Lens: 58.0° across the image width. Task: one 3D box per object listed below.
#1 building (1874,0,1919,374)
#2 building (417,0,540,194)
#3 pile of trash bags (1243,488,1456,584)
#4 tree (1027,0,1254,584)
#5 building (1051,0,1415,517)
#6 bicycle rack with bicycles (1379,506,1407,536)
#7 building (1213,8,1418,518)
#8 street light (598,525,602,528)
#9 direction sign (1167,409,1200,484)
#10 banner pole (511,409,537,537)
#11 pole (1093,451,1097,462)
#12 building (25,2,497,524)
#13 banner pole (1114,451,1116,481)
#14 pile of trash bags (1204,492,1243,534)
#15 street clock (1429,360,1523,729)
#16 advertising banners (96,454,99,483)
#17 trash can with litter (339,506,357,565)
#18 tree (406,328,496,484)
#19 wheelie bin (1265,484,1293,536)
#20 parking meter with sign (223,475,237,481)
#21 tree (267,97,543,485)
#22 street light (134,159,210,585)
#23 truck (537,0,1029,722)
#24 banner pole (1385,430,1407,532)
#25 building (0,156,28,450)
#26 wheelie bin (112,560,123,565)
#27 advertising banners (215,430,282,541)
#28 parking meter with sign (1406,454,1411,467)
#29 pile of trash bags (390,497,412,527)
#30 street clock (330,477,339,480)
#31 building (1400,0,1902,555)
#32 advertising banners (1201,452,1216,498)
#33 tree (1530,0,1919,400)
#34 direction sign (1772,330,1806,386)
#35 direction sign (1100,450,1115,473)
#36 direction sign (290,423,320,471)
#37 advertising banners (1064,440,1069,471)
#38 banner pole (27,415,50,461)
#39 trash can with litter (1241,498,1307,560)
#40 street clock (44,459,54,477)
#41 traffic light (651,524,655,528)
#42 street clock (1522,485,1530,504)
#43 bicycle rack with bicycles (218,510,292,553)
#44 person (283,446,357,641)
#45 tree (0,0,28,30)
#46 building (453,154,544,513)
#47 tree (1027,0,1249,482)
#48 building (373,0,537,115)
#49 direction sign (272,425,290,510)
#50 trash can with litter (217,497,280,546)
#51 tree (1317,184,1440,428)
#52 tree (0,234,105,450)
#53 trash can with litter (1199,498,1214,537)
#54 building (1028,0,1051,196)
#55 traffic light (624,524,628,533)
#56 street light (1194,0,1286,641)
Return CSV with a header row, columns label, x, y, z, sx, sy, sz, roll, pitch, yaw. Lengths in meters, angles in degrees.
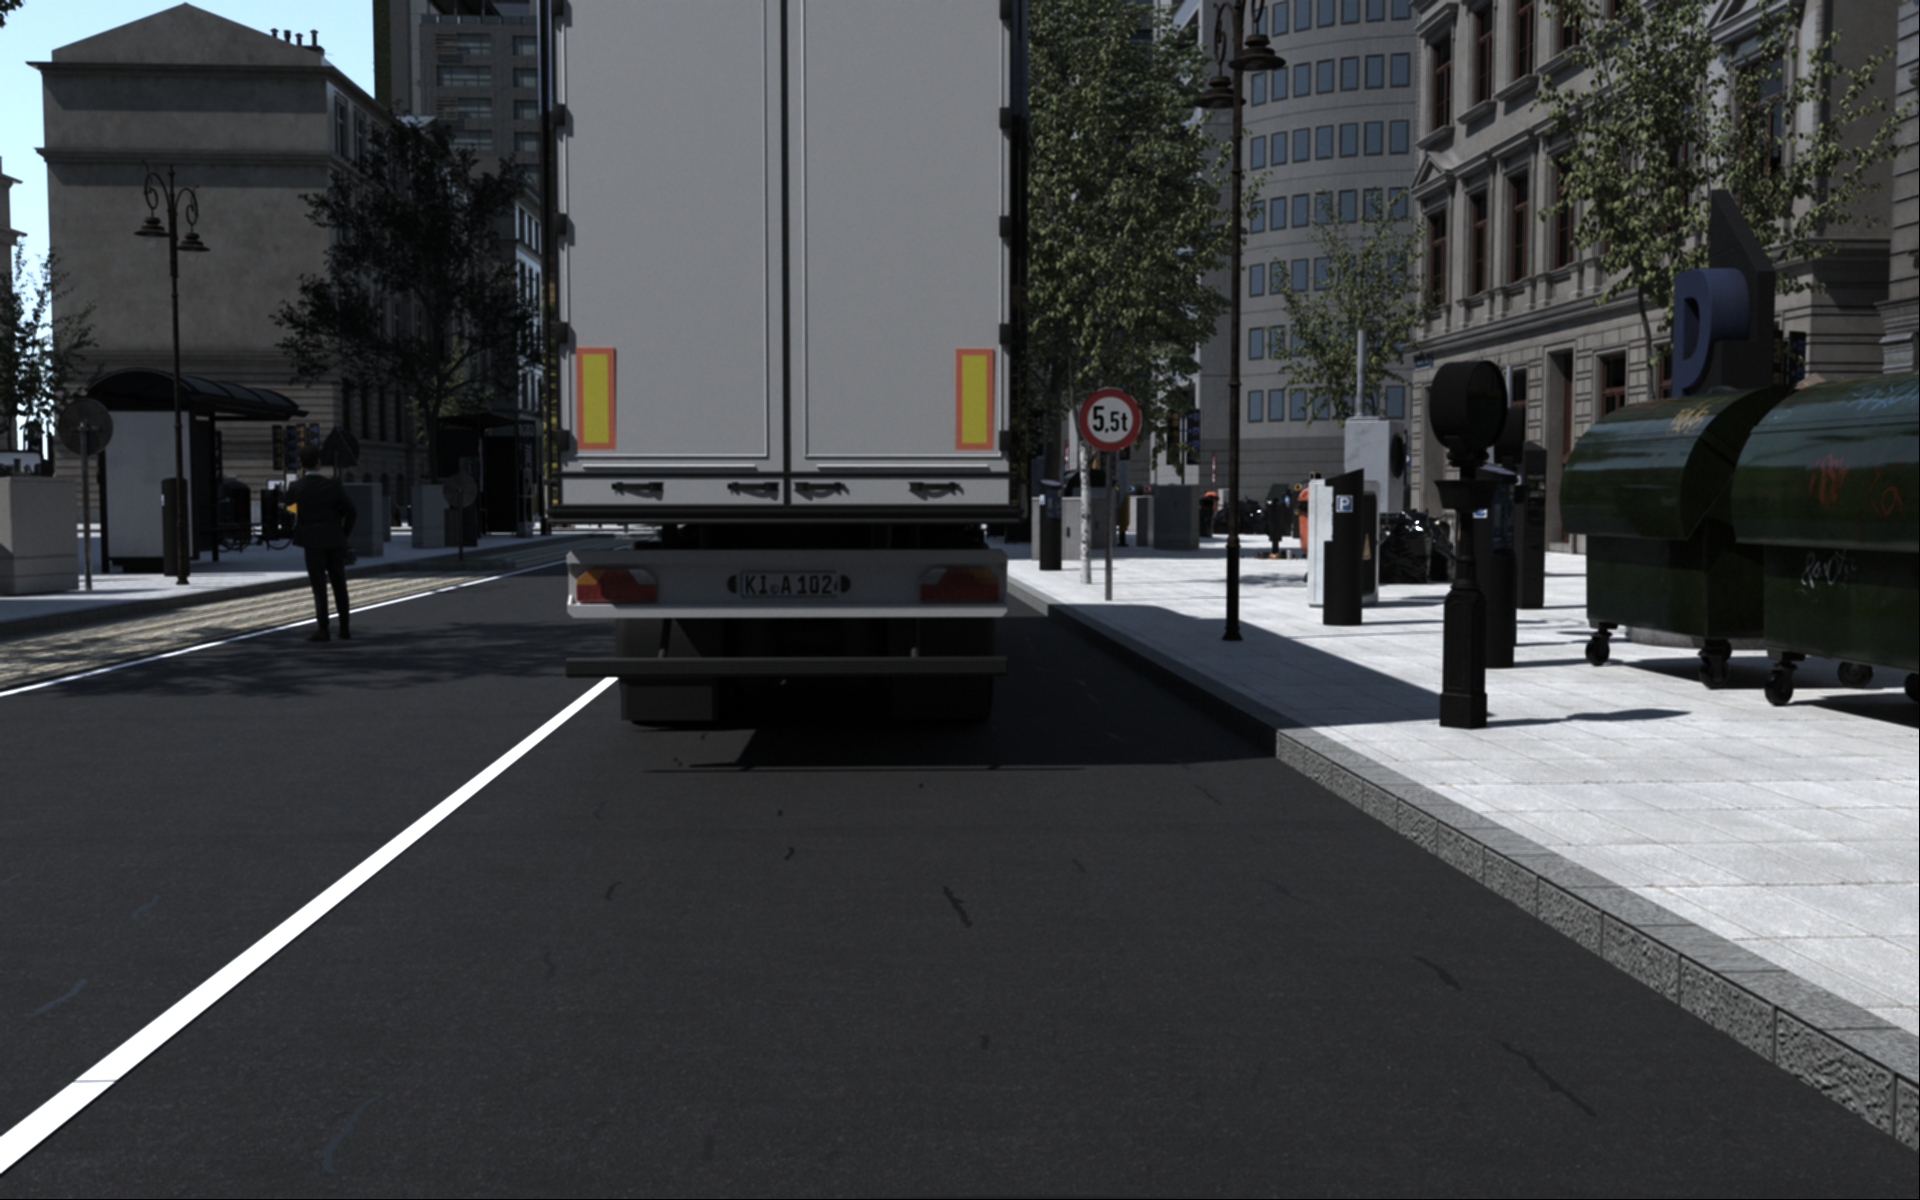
label,x,y,z,sx,sy,sz,roll,pitch,yaw
building,18.936,-10.252,16.779,9.793,20.994,18.267,0,4,-4
building,-36.535,-28.262,145.679,14.154,41.232,14.086,0,4,-4
pile of trash bags,5.827,-0.935,25.047,1.912,1.369,3.447,3,4,39
tree,1.893,-4.518,24.233,4.737,8.622,4.395,0,3,0
building,16.986,-35.508,122.560,21.231,58.520,28.212,0,4,-4
bicycle rack with bicycles,13.197,-2.361,51.986,2.925,0.926,2.852,3,5,45
building,25.274,-33.383,87.818,28.212,58.520,21.231,0,4,-4
street light,-13.676,-5.678,65.615,0.468,5.910,1.993,0,4,-4
direction sign,5.947,-3.315,46.193,0.876,3.537,0.379,1,4,9
banner pole,-12.960,-3.758,51.457,0.863,3.779,0.401,-3,4,-38
pole,6.371,-5.390,81.963,0.158,3.312,0.155,0,3,0
building,-33.430,-16.655,91.391,14.460,24.649,34.723,0,4,-4
banner pole,6.814,-5.407,78.417,0.863,3.779,0.401,-1,4,-20
pile of trash bags,9.699,-2.824,55.933,1.912,1.369,3.447,3,5,44
street clock,2.778,-0.302,9.501,0.358,2.002,0.471,3,5,44
advertising banners,-21.264,-2.923,43.974,0.090,3.025,2.074,1,4,13
trash can with litter,-11.253,-1.200,31.014,0.624,1.170,1.055,0,4,2
tree,-22.879,-7.767,77.355,4.737,8.622,4.395,0,3,0
wheelie bin,9.716,-2.735,52.627,0.693,1.594,0.980,-3,5,-41
parking meter with sign,-29.775,-4.535,70.412,1.738,3.016,0.543,-1,4,-12
tree,-13.072,-6.576,41.931,8.767,10.594,7.601,3,5,40
street light,-11.024,-3.156,24.382,0.468,5.910,1.993,0,4,-4
truck,-1.069,-1.548,14.218,2.839,4.237,11.283,0,4,-2
banner pole,14.847,-4.229,59.160,0.863,3.779,0.401,0,4,5
building,-57.975,-14.513,79.089,24.055,21.916,13.314,0,4,-4
wheelie bin,-15.062,-1.436,31.389,0.693,1.594,0.980,0,4,4
advertising banners,-19.775,-3.151,47.708,2.074,3.025,0.090,0,4,-4
parking meter with sign,19.517,-4.932,76.896,0.543,3.016,1.738,0,4,1
pile of trash bags,-21.134,-3.562,67.985,3.447,1.369,1.912,0,4,-5
street clock,-25.897,-4.114,71.831,0.358,2.002,0.471,2,4,33
building,17.986,-12.305,37.348,11.583,22.565,21.152,0,4,-4
advertising banners,10.595,-4.746,73.777,0.090,3.025,2.074,0,4,-7
tree,8.573,-4.295,20.579,4.737,8.622,4.395,0,3,0
direction sign,11.431,-1.962,24.073,0.876,3.537,0.379,-2,4,-31
direction sign,6.270,-4.994,73.645,0.876,3.537,0.379,-3,5,-41
direction sign,-20.837,-3.878,55.409,0.876,3.537,0.379,1,4,21
advertising banners,3.605,-3.625,55.458,0.090,3.025,2.074,-1,4,-11
banner pole,-28.528,-3.901,53.799,0.401,3.779,0.863,3,5,40
trash can with litter,6.494,-1.450,34.767,1.678,1.210,2.233,1,4,18
street clock,-18.904,-1.900,35.630,0.358,2.002,0.471,2,4,32
traffic light,-11.587,-4.675,65.350,0.839,4.253,0.868,0,4,-4
street clock,4.611,-0.613,14.599,0.358,2.002,0.471,1,4,19
bicycle rack with bicycles,-16.844,-1.558,38.851,2.925,0.926,2.852,0,4,-2
person,-6.280,-0.557,16.976,0.648,1.900,0.474,-3,5,-43
tree,-10.859,-5.338,13.030,9.928,11.665,9.643,0,3,0
building,-36.343,-17.786,124.086,16.112,22.955,30.059,0,4,-4
tree,2.275,-7.176,35.459,7.486,12.596,7.792,0,3,0
building,-41.973,-38.162,165.956,21.231,58.520,28.212,0,4,-4
direction sign,-22.256,-3.983,57.121,0.379,3.537,0.876,2,4,32
trash can with litter,-18.134,-1.976,43.359,2.233,1.210,1.678,1,4,18
tree,9.290,-5.518,40.586,4.737,8.622,4.395,0,3,0
tree,-27.005,-6.091,49.950,4.737,8.622,4.395,0,3,0
trash can with litter,7.199,-2.441,51.297,0.624,1.170,1.055,0,4,5
building,14.555,-33.152,165.737,21.300,48.544,21.600,0,4,-4
traffic light,-11.074,-4.187,57.382,0.839,4.253,0.868,0,4,-4
street light,2.394,-2.585,15.046,0.468,5.910,1.993,0,4,-4
